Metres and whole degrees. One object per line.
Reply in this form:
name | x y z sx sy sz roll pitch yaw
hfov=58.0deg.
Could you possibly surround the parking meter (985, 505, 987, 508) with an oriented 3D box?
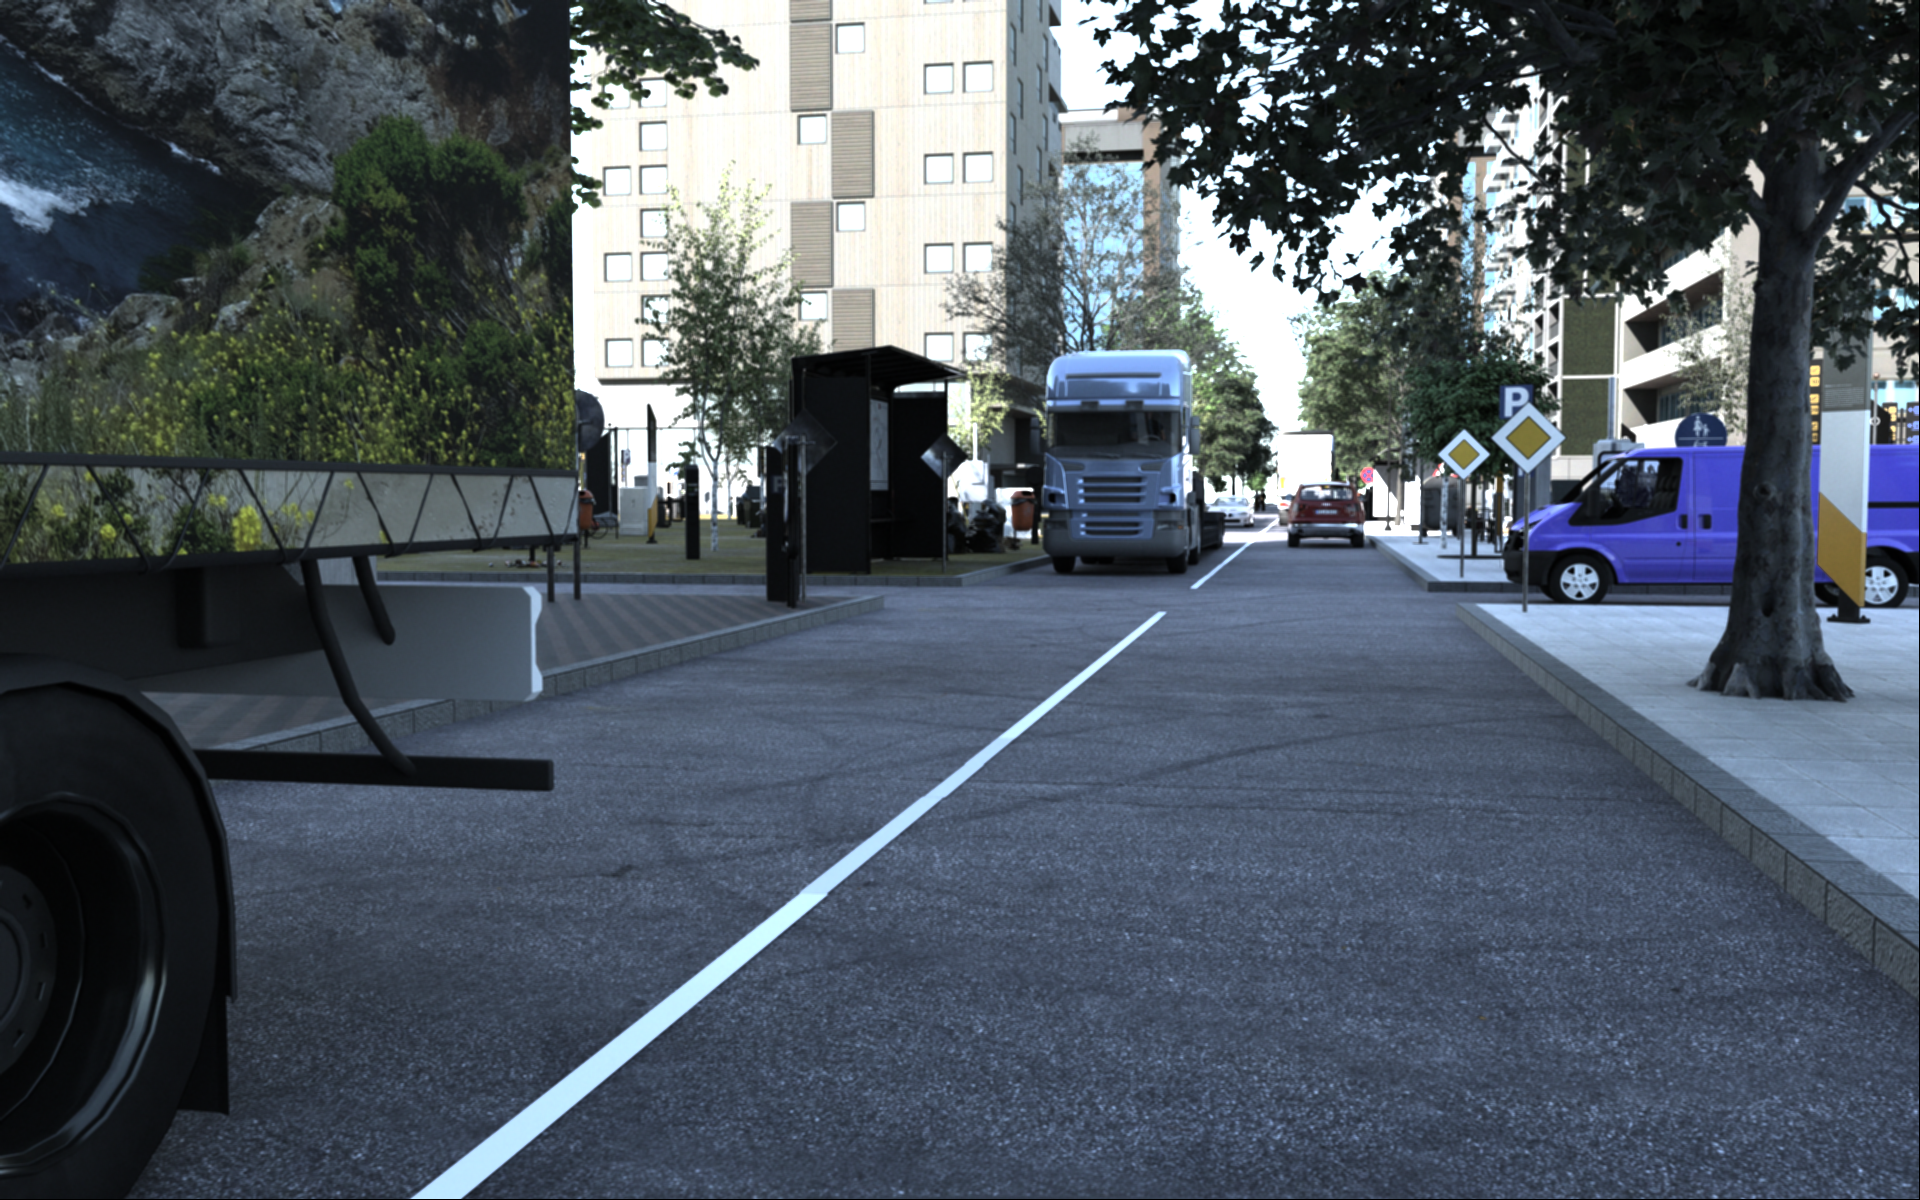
parking meter | 1.579 -5.299 95.044 0.372 1.533 0.369 0 3 0

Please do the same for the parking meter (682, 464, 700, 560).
parking meter | -5.256 -1.730 33.990 0.255 1.863 0.399 -1 4 -14

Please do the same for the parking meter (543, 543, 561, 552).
parking meter | -9.103 -2.014 38.636 0.399 1.863 0.255 0 4 3

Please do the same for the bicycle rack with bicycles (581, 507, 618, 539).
bicycle rack with bicycles | -11.308 -2.232 49.878 2.925 0.926 2.852 -3 4 -38

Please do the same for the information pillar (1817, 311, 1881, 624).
information pillar | 8.845 -1.586 17.283 0.183 3.616 0.504 -2 4 -30

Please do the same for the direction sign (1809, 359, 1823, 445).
direction sign | 14.467 -2.261 28.960 0.379 3.537 0.876 -3 5 -43

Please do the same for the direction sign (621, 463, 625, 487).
direction sign | -21.084 -7.113 108.289 0.379 3.537 0.876 -2 4 -24

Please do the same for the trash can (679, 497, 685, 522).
trash can | -13.135 -4.200 80.322 0.748 1.137 0.748 0 3 0

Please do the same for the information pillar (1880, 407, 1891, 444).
information pillar | 22.419 -3.117 42.312 0.504 3.616 0.183 3 5 45

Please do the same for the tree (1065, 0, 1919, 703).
tree | 5.254 -5.733 10.741 9.611 12.733 9.660 0 3 0

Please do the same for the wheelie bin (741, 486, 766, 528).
wheelie bin | -7.820 -3.522 65.486 0.980 1.594 0.693 -2 4 -33

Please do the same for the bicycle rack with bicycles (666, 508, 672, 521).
bicycle rack with bicycles | -14.751 -4.259 83.010 2.852 0.926 2.925 0 4 -1

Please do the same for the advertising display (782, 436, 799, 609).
advertising display | -1.938 -0.891 19.781 0.123 1.923 0.974 -1 4 -9

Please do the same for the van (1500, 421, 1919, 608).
van | 9.628 -1.077 21.988 5.245 2.365 2.240 1 4 13

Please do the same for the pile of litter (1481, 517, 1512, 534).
pile of litter | 17.777 -2.542 55.535 1.176 0.858 1.719 -1 4 -13

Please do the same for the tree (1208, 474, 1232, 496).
tree | 19.092 -8.117 127.315 1.663 3.219 1.824 0 3 0

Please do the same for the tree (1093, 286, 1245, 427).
tree | 9.773 -9.682 84.056 9.928 11.665 9.643 0 3 0

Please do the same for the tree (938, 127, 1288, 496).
tree | 4.460 -9.094 59.063 12.009 13.543 11.850 0 3 0

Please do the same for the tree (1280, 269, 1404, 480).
tree | 33.420 -17.622 144.010 12.611 20.169 13.585 0 3 0

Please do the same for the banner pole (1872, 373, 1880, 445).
banner pole | 18.671 -2.803 35.845 0.863 3.779 0.401 0 4 3

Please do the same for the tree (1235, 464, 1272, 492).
tree | 41.676 -17.853 242.264 4.737 8.622 4.395 0 3 0

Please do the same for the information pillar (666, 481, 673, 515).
information pillar | -16.597 -5.780 98.996 0.304 2.012 0.304 0 4 8

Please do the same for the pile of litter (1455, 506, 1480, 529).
pile of litter | 18.758 -3.067 64.118 1.719 0.858 1.176 0 4 -1

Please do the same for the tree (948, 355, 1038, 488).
tree | 0.762 -8.578 90.617 4.737 8.622 4.395 0 3 0

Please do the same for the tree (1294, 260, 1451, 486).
tree | 22.140 -11.341 92.082 9.857 13.997 8.962 0 3 0

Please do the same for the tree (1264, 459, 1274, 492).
tree | 44.897 -18.764 257.146 4.360 8.622 3.978 0 3 0

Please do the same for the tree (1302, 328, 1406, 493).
tree | 26.908 -12.198 117.563 7.486 12.596 7.792 0 3 0

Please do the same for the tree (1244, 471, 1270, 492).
tree | 37.395 -14.332 218.034 4.285 4.588 4.351 0 3 0

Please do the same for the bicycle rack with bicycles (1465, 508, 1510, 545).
bicycle rack with bicycles | 14.254 -1.919 44.755 2.852 0.926 2.925 2 4 31

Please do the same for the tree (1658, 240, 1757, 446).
tree | 20.984 -5.869 46.317 4.360 8.622 3.978 0 3 0

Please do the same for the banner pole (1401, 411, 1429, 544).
banner pole | 11.750 -3.352 44.824 0.401 3.779 0.863 -3 5 -42

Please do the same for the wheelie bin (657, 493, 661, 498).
wheelie bin | -12.982 -3.940 72.323 0.980 1.594 0.693 -1 4 -11

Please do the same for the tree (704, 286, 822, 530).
tree | -6.859 -6.822 61.910 4.360 8.622 3.978 0 3 0

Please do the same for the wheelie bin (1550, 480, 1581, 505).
wheelie bin | 13.289 -1.847 38.106 0.980 1.594 0.693 1 4 11

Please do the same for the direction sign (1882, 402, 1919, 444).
direction sign | 23.172 -3.101 42.700 0.876 3.537 0.379 2 4 28

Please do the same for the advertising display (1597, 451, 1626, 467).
advertising display | 10.037 -1.266 25.907 0.974 1.923 0.123 1 4 16

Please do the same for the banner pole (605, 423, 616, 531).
banner pole | -12.196 -4.323 60.700 0.401 3.779 0.863 -2 4 -26

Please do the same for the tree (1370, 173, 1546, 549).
tree | 11.537 -5.532 40.807 4.360 8.622 3.978 0 3 0

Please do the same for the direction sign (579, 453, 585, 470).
direction sign | -19.372 -5.991 89.943 0.876 3.537 0.379 2 4 28

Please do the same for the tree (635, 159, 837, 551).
tree | -5.460 -5.431 39.156 4.737 8.622 4.395 0 3 0

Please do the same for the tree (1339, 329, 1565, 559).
tree | 10.427 -3.122 34.763 4.285 4.588 4.351 0 3 0

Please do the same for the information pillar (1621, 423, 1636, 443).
information pillar | 21.866 -4.001 56.775 0.504 3.616 0.183 1 4 15

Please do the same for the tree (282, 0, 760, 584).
tree | -4.985 -5.739 11.958 7.486 12.596 7.792 0 3 0

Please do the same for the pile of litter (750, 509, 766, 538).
pile of litter | -5.582 -2.276 51.176 1.176 0.858 1.719 -3 5 -40

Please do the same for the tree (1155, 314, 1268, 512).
tree | 16.730 -13.002 119.241 9.857 13.997 8.962 0 3 0

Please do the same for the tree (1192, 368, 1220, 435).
tree | 11.851 -8.781 93.925 4.737 8.622 4.395 0 3 0

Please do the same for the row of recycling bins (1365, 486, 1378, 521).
row of recycling bins | 20.381 -4.762 84.966 1.069 1.692 3.534 1 4 16

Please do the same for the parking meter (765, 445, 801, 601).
parking meter | -2.113 -0.922 20.793 0.399 1.863 0.255 1 4 12

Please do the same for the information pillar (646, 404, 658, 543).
information pillar | -8.014 -3.286 45.088 0.183 3.616 0.504 1 4 11

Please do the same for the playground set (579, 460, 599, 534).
playground set | -14.142 -4.241 56.115 5.302 4.214 5.637 1 4 10

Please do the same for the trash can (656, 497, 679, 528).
trash can | -11.314 -3.323 65.980 0.748 1.137 0.748 0 3 0

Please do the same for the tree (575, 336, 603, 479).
tree | -17.388 -7.660 75.605 4.360 8.622 3.978 0 3 0

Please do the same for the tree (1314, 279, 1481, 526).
tree | 17.706 -8.197 68.433 7.601 10.594 8.767 0 4 1

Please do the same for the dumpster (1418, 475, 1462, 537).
dumpster | 14.401 -2.817 51.818 1.264 1.857 1.865 1 4 11

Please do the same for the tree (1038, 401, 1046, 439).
tree | 6.495 -8.964 96.921 4.737 8.622 4.395 0 3 0

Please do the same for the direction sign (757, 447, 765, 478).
direction sign | -9.233 -5.550 82.744 0.876 3.537 0.379 0 4 -2

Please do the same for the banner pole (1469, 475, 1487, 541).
banner pole | 14.102 -3.487 47.026 0.863 3.779 0.401 -3 4 -38
